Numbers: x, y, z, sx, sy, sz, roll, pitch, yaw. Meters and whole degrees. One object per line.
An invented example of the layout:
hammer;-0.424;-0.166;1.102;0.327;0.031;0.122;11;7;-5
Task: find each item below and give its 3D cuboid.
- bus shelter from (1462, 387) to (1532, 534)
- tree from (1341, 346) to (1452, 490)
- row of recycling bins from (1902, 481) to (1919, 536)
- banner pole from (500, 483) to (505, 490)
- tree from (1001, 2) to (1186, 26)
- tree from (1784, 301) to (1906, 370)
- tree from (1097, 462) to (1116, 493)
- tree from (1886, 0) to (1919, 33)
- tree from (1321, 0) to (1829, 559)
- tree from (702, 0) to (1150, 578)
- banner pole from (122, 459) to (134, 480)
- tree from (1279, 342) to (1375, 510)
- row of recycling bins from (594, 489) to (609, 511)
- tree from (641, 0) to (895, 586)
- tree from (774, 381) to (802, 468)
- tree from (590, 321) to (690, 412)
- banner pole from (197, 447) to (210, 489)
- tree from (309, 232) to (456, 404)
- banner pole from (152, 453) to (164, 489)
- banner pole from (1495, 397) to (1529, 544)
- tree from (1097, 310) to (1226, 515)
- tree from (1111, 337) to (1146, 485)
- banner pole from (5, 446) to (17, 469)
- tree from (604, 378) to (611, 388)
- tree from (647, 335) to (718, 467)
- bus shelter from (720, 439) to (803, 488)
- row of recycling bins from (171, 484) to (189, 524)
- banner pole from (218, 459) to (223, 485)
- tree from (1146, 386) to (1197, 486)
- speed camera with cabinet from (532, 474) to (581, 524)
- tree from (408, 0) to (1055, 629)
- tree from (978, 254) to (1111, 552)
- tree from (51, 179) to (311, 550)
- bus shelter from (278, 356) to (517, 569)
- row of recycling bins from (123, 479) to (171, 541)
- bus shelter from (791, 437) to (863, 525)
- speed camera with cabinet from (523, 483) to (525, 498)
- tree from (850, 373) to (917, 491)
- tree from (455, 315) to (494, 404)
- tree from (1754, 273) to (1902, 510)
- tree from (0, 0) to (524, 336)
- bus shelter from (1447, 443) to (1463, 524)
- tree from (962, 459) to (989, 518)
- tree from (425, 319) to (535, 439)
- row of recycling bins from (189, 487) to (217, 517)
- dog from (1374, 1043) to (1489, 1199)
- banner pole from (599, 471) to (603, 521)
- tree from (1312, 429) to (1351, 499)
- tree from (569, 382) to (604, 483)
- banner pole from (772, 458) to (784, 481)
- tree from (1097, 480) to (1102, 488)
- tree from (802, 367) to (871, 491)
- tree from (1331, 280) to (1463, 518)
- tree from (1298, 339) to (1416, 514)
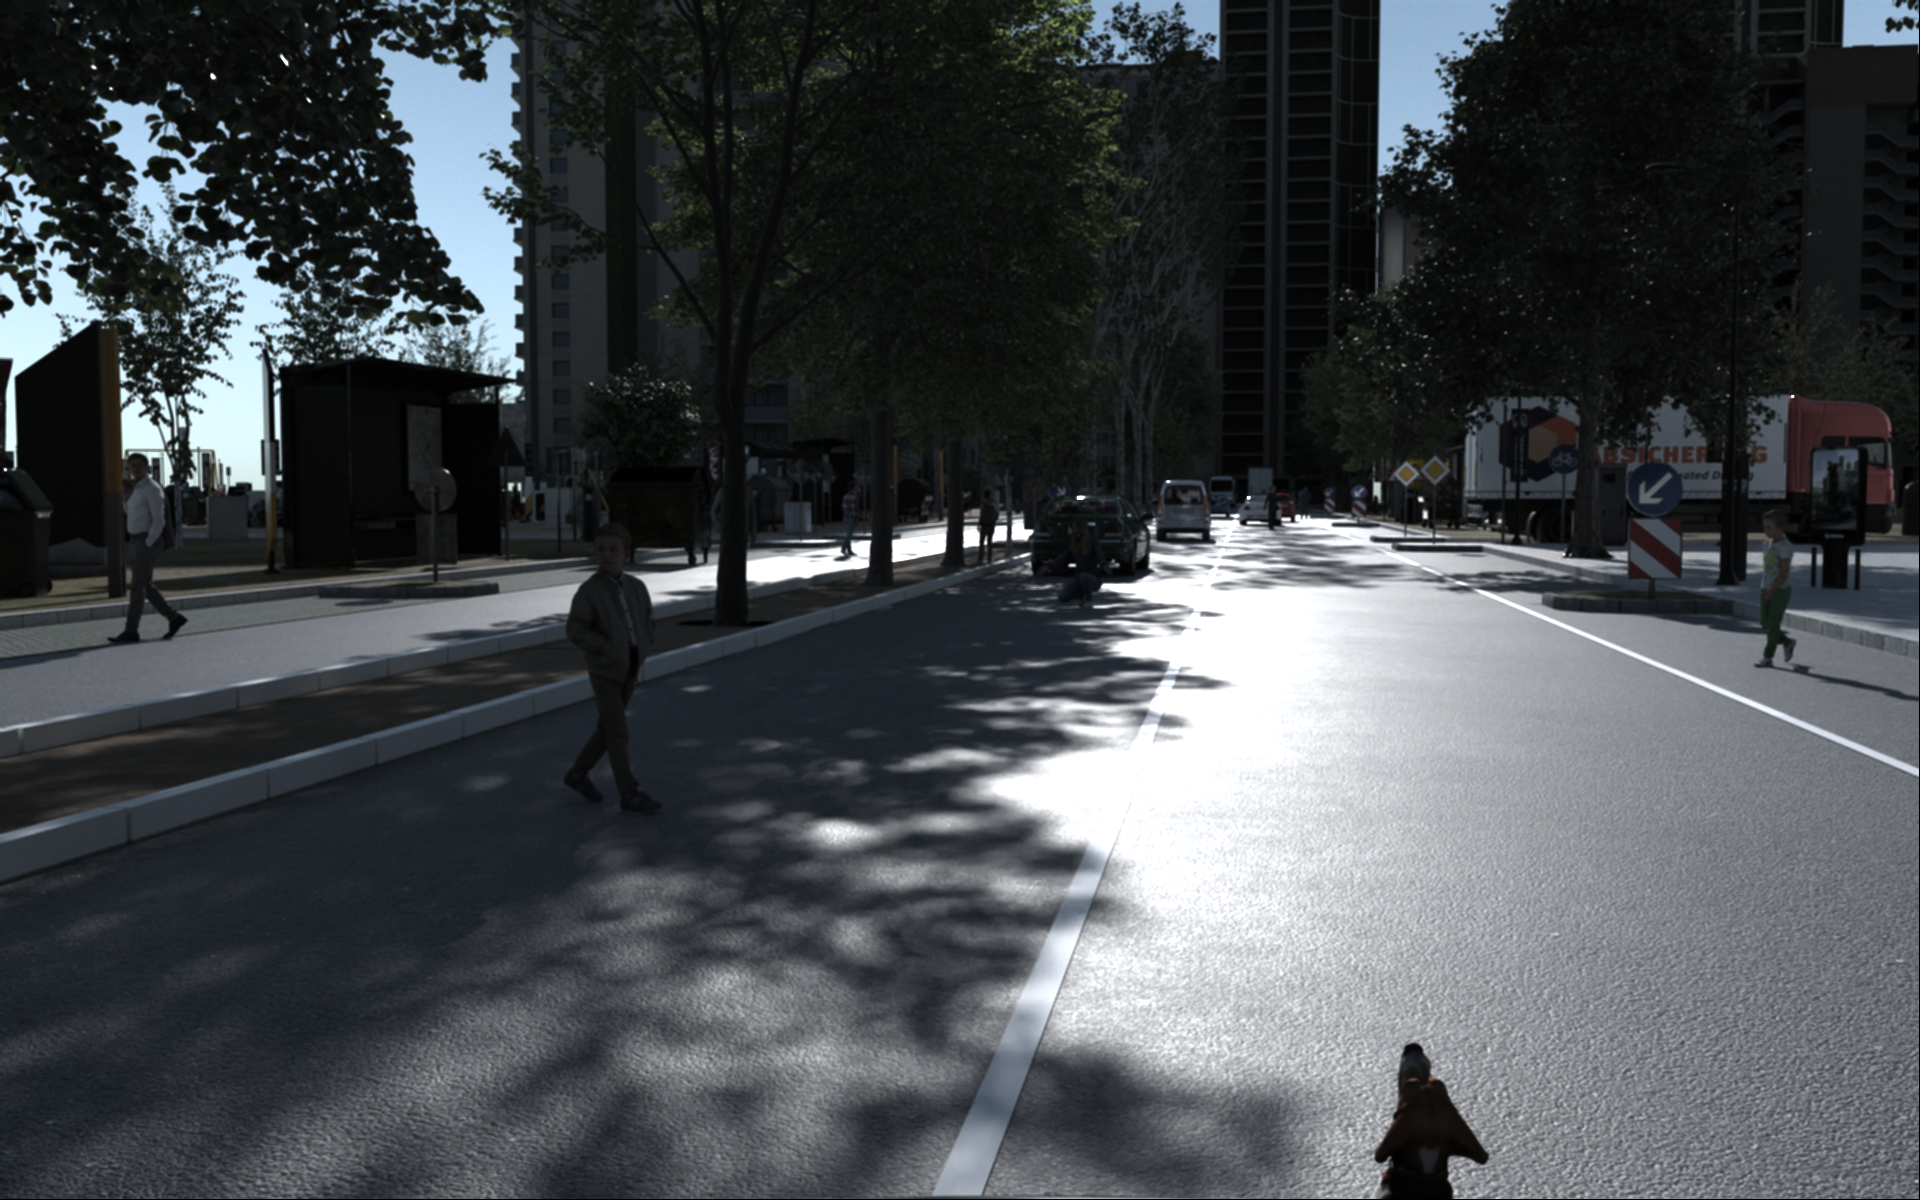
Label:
bus shelter;19.041;-5.006;59.474;2.179;5.291;8.768;1;4;9
tree;21.220;-8.127;83.240;4.360;8.622;3.978;0;3;0
row of recycling bins;31.086;-2.837;53.494;3.534;1.692;1.069;1;4;9
banner pole;-32.119;-8.002;120.850;0.863;3.779;0.401;-2;4;-35
tree;3.749;-12.571;63.884;12.611;20.169;13.585;0;3;0
tree;35.913;-7.259;69.055;4.360;8.622;3.978;0;3;0
tree;16.792;-12.864;194.039;4.285;4.588;4.351;0;3;0
tree;10.366;-3.970;15.266;4.737;8.622;4.395;0;3;0
tree;12.541;-7.188;34.528;9.611;12.733;9.660;0;3;0
tree;-0.148;-6.970;34.541;7.486;12.596;7.792;0;3;0
banner pole;-52.056;-7.250;108.557;0.863;3.779;0.401;0;4;-3
tree;30.825;-13.986;139.038;12.009;13.543;11.850;0;3;0
row of recycling bins;-28.336;-7.811;134.825;3.534;1.692;1.069;1;4;20
tree;-1.275;-6.512;27.053;7.486;12.596;7.792;0;3;0
tree;-8.288;-9.257;101.710;4.737;8.622;4.395;0;3;0
tree;-13.245;-7.509;73.130;4.360;8.622;3.978;0;3;0
banner pole;-40.311;-6.256;92.305;0.401;3.779;0.863;3;5;40
tree;-16.665;-5.822;45.558;4.737;8.622;4.395;0;3;0
banner pole;-48.791;-7.065;105.528;0.863;3.779;0.401;-1;4;-9
banner pole;14.283;-3.346;44.727;0.863;3.779;0.401;0;4;-2
tree;13.801;-12.843;119.088;9.857;13.997;8.962;0;3;0
tree;3.403;-6.227;54.637;4.737;8.622;4.395;0;3;0
banner pole;-48.845;-6.075;89.348;0.863;3.779;0.401;-3;5;-40
tree;-15.491;-8.603;91.018;4.737;8.622;4.395;0;3;0
tree;-12.286;-7.898;79.501;4.737;8.622;4.395;0;3;0
bus shelter;-7.559;-4.360;65.207;2.014;3.302;5.546;1;4;9
row of recycling bins;-34.490;-4.014;72.737;3.534;1.692;1.069;-2;4;-28
banner pole;-53.239;-8.243;124.786;0.401;3.779;0.863;0;4;-4
tree;13.214;-9.728;111.865;4.737;8.622;4.395;0;3;0
speed camera with cabinet;-17.450;-4.930;74.942;2.038;3.252;0.660;-1;4;-10
tree;-2.401;-5.513;18.358;9.928;11.665;9.643;0;3;0
tree;1.215;-5.466;42.191;4.737;8.622;4.395;0;3;0
tree;-18.144;-5.451;39.488;4.737;8.622;4.395;0;3;0
bus shelter;-10.427;-2.534;32.715;1.731;3.624;6.357;1;4;9
row of recycling bins;-22.880;-2.428;46.813;1.069;1.692;3.534;0;4;5
bus shelter;-5.712;-5.119;74.974;1.731;3.624;6.357;1;4;9
speed camera with cabinet;-29.993;-7.827;122.303;2.038;3.252;0.660;2;4;35
tree;-3.598;-8.338;86.685;4.360;8.622;3.978;0;3;0
tree;-19.802;-7.115;66.700;4.737;8.622;4.395;0;3;0
tree;28.354;-6.623;58.644;4.360;8.622;3.978;0;3;0
tree;-4.821;-5.984;6.955;9.857;13.997;8.962;0;3;0
bus shelter;21.959;-5.864;73.515;2.179;5.291;8.768;1;4;10
tree;0.532;-6.086;94.112;1.663;3.219;1.824;0;3;0
tree;-20.143;-7.435;71.931;4.360;8.622;3.978;0;3;0
row of recycling bins;-42.921;-5.424;95.798;3.534;1.692;1.069;-1;4;-13
dog;0.720;1.050;3.034;0.748;0.427;0.550;-2;4;-33
banner pole;-16.808;-5.572;81.115;0.401;3.779;0.863;-1;4;-20
tree;34.247;-12.723;158.387;4.737;8.622;4.395;0;3;0
tree;-23.085;-9.786;110.358;4.737;8.622;4.395;0;3;0
banner pole;-9.533;-6.122;90.117;0.863;3.779;0.401;1;4;11
tree;13.766;-10.968;173.931;1.663;3.219;1.824;0;3;0
tree;-5.491;-8.762;93.624;4.737;8.622;4.395;0;3;0
tree;23.600;-10.658;92.385;7.486;12.596;7.792;0;3;0
tree;26.013;-11.404;112.211;9.928;11.665;9.643;0;3;0
